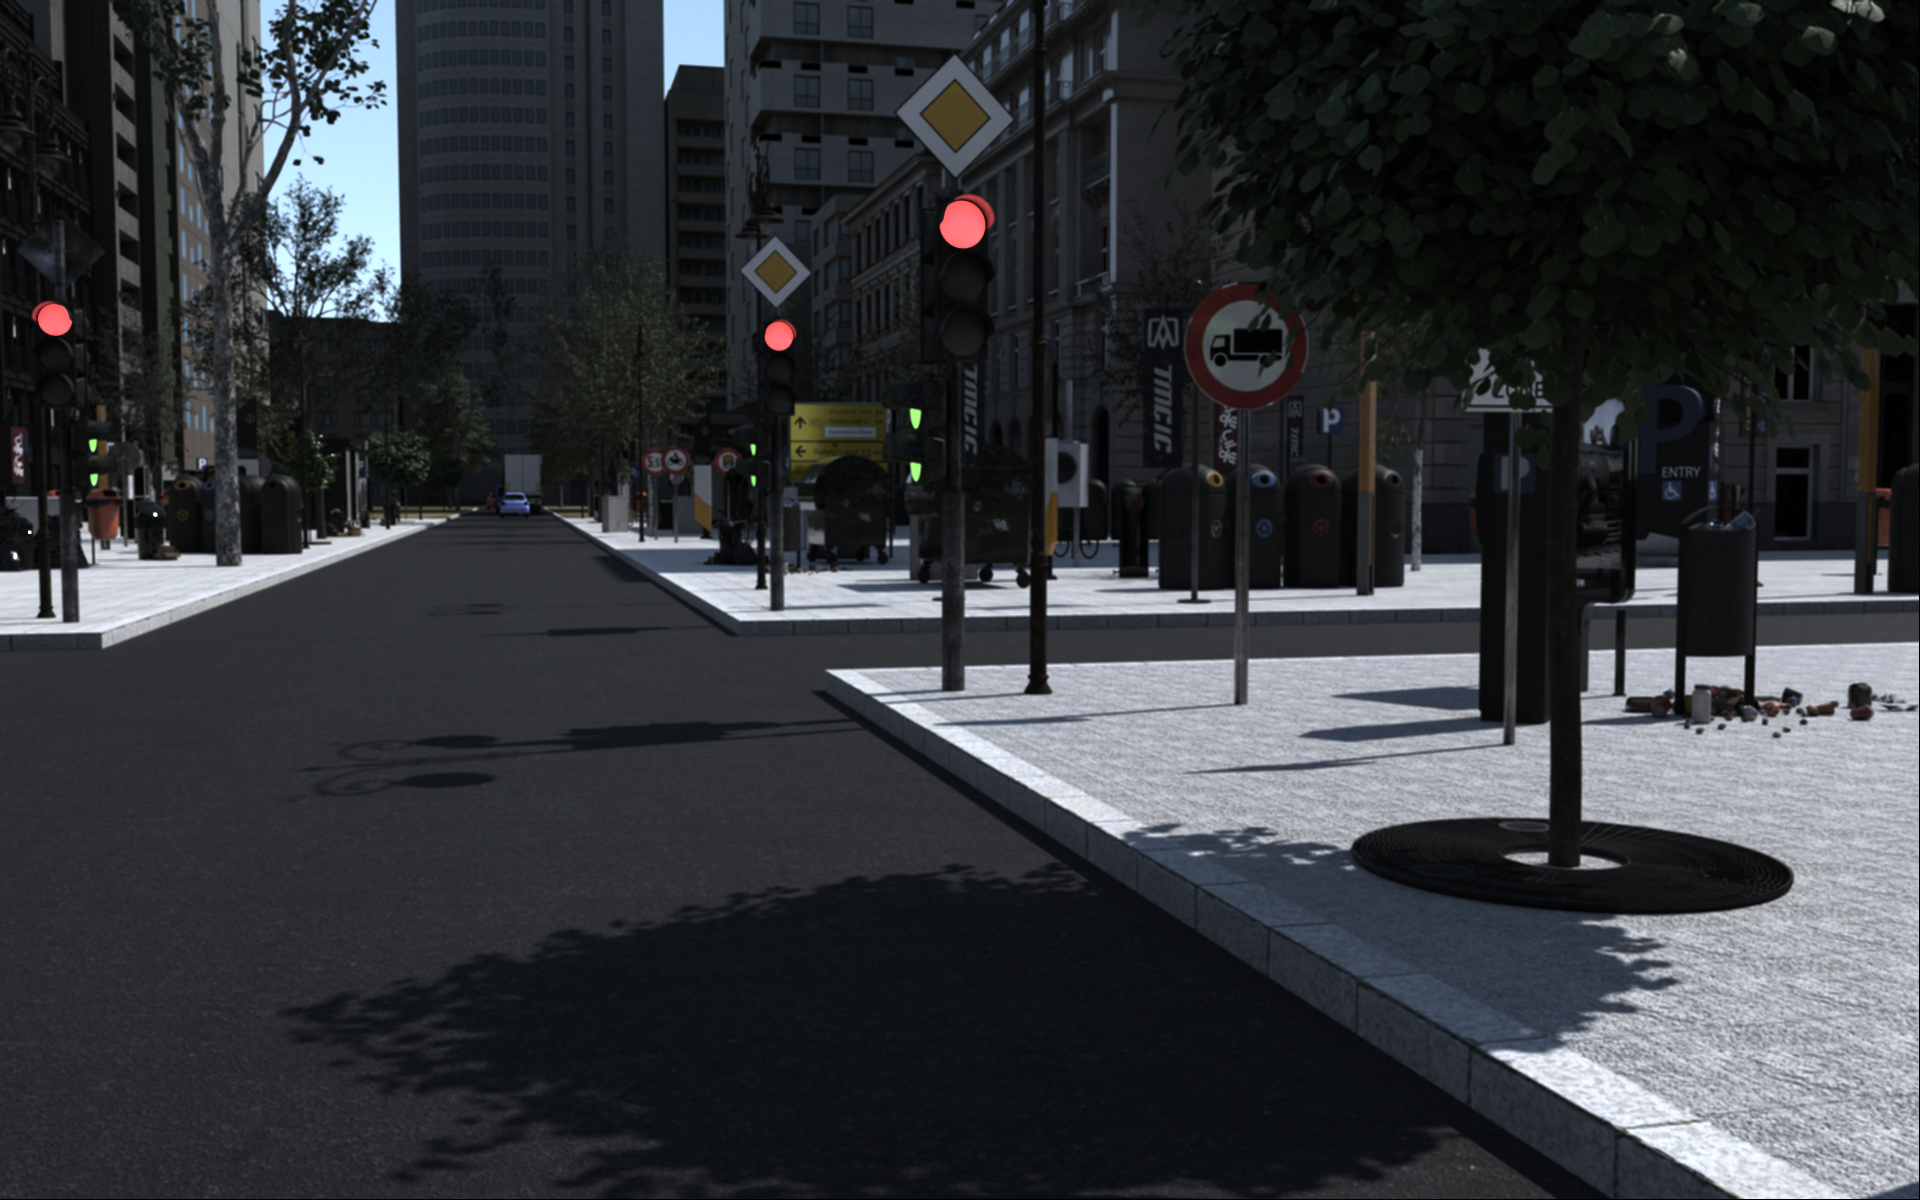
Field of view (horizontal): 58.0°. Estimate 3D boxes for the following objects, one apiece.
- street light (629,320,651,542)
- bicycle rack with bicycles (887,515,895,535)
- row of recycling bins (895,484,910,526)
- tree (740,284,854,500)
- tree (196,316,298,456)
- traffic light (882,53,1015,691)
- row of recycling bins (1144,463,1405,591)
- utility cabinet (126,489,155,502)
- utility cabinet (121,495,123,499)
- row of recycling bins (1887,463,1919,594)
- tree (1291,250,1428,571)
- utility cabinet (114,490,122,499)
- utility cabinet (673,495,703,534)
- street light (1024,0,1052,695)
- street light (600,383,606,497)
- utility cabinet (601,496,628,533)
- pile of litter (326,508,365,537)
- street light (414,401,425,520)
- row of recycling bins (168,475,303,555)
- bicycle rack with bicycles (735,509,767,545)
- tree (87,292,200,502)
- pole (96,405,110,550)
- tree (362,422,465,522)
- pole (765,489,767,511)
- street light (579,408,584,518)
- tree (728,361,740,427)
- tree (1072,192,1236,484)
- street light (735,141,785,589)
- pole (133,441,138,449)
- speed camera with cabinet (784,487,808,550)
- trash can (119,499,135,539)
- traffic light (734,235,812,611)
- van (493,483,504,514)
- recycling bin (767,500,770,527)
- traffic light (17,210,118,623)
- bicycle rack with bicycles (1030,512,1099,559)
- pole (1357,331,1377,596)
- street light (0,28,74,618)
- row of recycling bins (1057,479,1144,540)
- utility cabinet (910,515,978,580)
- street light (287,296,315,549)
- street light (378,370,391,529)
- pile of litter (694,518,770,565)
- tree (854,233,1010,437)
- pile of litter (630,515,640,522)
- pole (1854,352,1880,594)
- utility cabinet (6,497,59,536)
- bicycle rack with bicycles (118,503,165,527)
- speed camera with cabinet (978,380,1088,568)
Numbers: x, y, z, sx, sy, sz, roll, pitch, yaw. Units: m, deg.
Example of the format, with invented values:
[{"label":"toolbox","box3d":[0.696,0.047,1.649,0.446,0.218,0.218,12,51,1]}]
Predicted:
[{"label":"street light","box3d":[-8.540,-4.497,46.306,0.468,5.910,1.993,-1,4,-14]},{"label":"bicycle rack with bicycles","box3d":[-3.211,-2.526,54.677,2.852,0.926,2.925,-1,4,-11]},{"label":"row of recycling bins","box3d":[-3.608,-3.926,71.307,3.534,1.692,1.069,1,4,21]},{"label":"tree","box3d":[-5.244,-6.787,61.334,4.360,8.622,3.978,0,3,0]},{"label":"tree","box3d":[-29.713,-7.487,72.770,4.737,8.622,4.395,0,3,0]},{"label":"traffic light","box3d":[-0.063,-1.363,11.211,0.839,4.253,0.868,-1,4,-14]},{"label":"row of recycling bins","box3d":[4.408,-1.020,23.784,3.534,1.692,1.069,-1,4,-16]},{"label":"utility cabinet","box3d":[-36.208,-4.150,76.524,1.173,1.500,0.318,-1,4,-20]},{"label":"utility cabinet","box3d":[-39.355,-4.363,82.497,1.020,1.237,0.306,-1,4,-16]},{"label":"row of recycling bins","box3d":[13.804,-0.976,23.069,3.534,1.692,1.069,-1,4,-21]},{"label":"tree","box3d":[7.407,-4.797,28.796,4.737,8.622,4.395,0,3,0]},{"label":"utility cabinet","box3d":[-41.559,-4.723,85.899,1.173,1.500,0.318,3,4,38]},{"label":"utility cabinet","box3d":[-8.781,-2.753,56.173,1.020,1.237,0.306,0,4,2]},{"label":"street light","box3d":[0.503,-2.336,10.981,0.468,5.910,1.993,-1,4,-14]},{"label":"street light","box3d":[-14.183,-5.871,68.784,0.468,5.910,1.993,-1,4,-14]},{"label":"utility cabinet","box3d":[-11.544,-2.861,57.945,0.306,1.237,1.020,2,4,30]},{"label":"pile of litter","box3d":[-18.581,-2.352,52.422,1.176,0.858,1.719,1,4,22]},{"label":"street light","box3d":[-26.881,-6.933,86.149,0.468,5.910,1.993,-1,4,-14]},{"label":"row of recycling bins","box3d":[-15.763,-1.869,37.675,3.534,1.692,1.069,2,4,24]},{"label":"bicycle rack with bicycles","box3d":[-4.459,-1.843,43.508,2.852,0.926,2.925,0,4,5]},{"label":"tree","box3d":[-29.551,-6.886,62.955,4.360,8.622,3.978,0,3,0]},{"label":"pole","box3d":[-19.678,-2.810,39.780,0.158,3.312,0.155,0,3,0]},{"label":"tree","box3d":[-25.548,-5.815,78.790,4.285,4.588,4.351,0,3,0]},{"label":"pole","box3d":[-6.645,-3.978,58.886,0.158,3.312,0.155,0,3,0]},{"label":"street light","box3d":[-19.920,-7.245,91.244,0.468,5.910,1.993,-1,4,-14]},{"label":"tree","box3d":[-8.980,-8.120,83.127,4.360,8.622,3.978,0,3,0]},{"label":"tree","box3d":[4.950,-5.579,41.581,4.360,8.622,3.978,0,3,0]},{"label":"street light","box3d":[-2.678,-3.082,23.185,0.468,5.910,1.993,-1,4,-14]},{"label":"pole","box3d":[-31.423,-4.419,66.096,0.158,3.312,0.155,0,3,0]},{"label":"speed camera with cabinet","box3d":[-3.463,-2.839,40.747,0.660,3.252,2.038,1,4,20]},{"label":"trash can","box3d":[-23.808,-2.331,49.773,0.748,1.137,0.748,0,3,0]},{"label":"traffic light","box3d":[-2.031,-1.837,18.951,0.839,4.253,0.868,-1,4,-14]},{"label":"van","box3d":[-32.744,-7.417,125.656,2.240,2.365,5.245,-1,4,-15]},{"label":"recycling bin","box3d":[-7.490,-3.438,68.773,0.722,1.027,0.722,0,4,6]},{"label":"traffic light","box3d":[-8.871,-1.730,17.202,0.839,4.253,0.868,-1,4,-14]},{"label":"bicycle rack with bicycles","box3d":[1.102,-1.313,34.842,2.852,0.926,2.925,-2,4,-26]},{"label":"pole","box3d":[5.135,-1.713,21.851,0.158,3.312,0.155,0,3,0]},{"label":"street light","box3d":[-9.489,-2.753,17.807,0.468,5.910,1.993,-1,4,-14]},{"label":"row of recycling bins","box3d":[4.204,-2.534,48.545,3.534,1.692,1.069,0,4,-8]},{"label":"utility cabinet","box3d":[-0.243,-0.907,25.986,1.020,1.237,0.306,0,4,-2]},{"label":"street light","box3d":[-15.390,-4.146,40.571,0.468,5.910,1.993,-1,4,-14]},{"label":"street light","box3d":[-20.894,-5.523,63.084,0.468,5.910,1.993,-1,4,-14]},{"label":"pile of litter","box3d":[-4.067,-1.078,31.588,1.176,0.858,1.719,-3,5,-43]},{"label":"tree","box3d":[-0.757,-6.001,48.478,4.360,8.622,3.978,0,3,0]},{"label":"pile of litter","box3d":[-15.420,-4.010,79.536,1.719,0.858,1.176,-1,4,-17]},{"label":"pole","box3d":[11.635,-1.734,22.199,0.158,3.312,0.155,0,3,0]},{"label":"utility cabinet","box3d":[-19.520,-1.551,36.517,1.020,1.237,0.306,-2,4,-30]},{"label":"bicycle rack with bicycles","box3d":[-32.337,-3.333,67.876,2.852,0.926,2.925,0,4,7]},{"label":"speed camera with cabinet","box3d":[1.189,-2.199,30.296,2.038,3.252,0.660,1,4,20]}]
